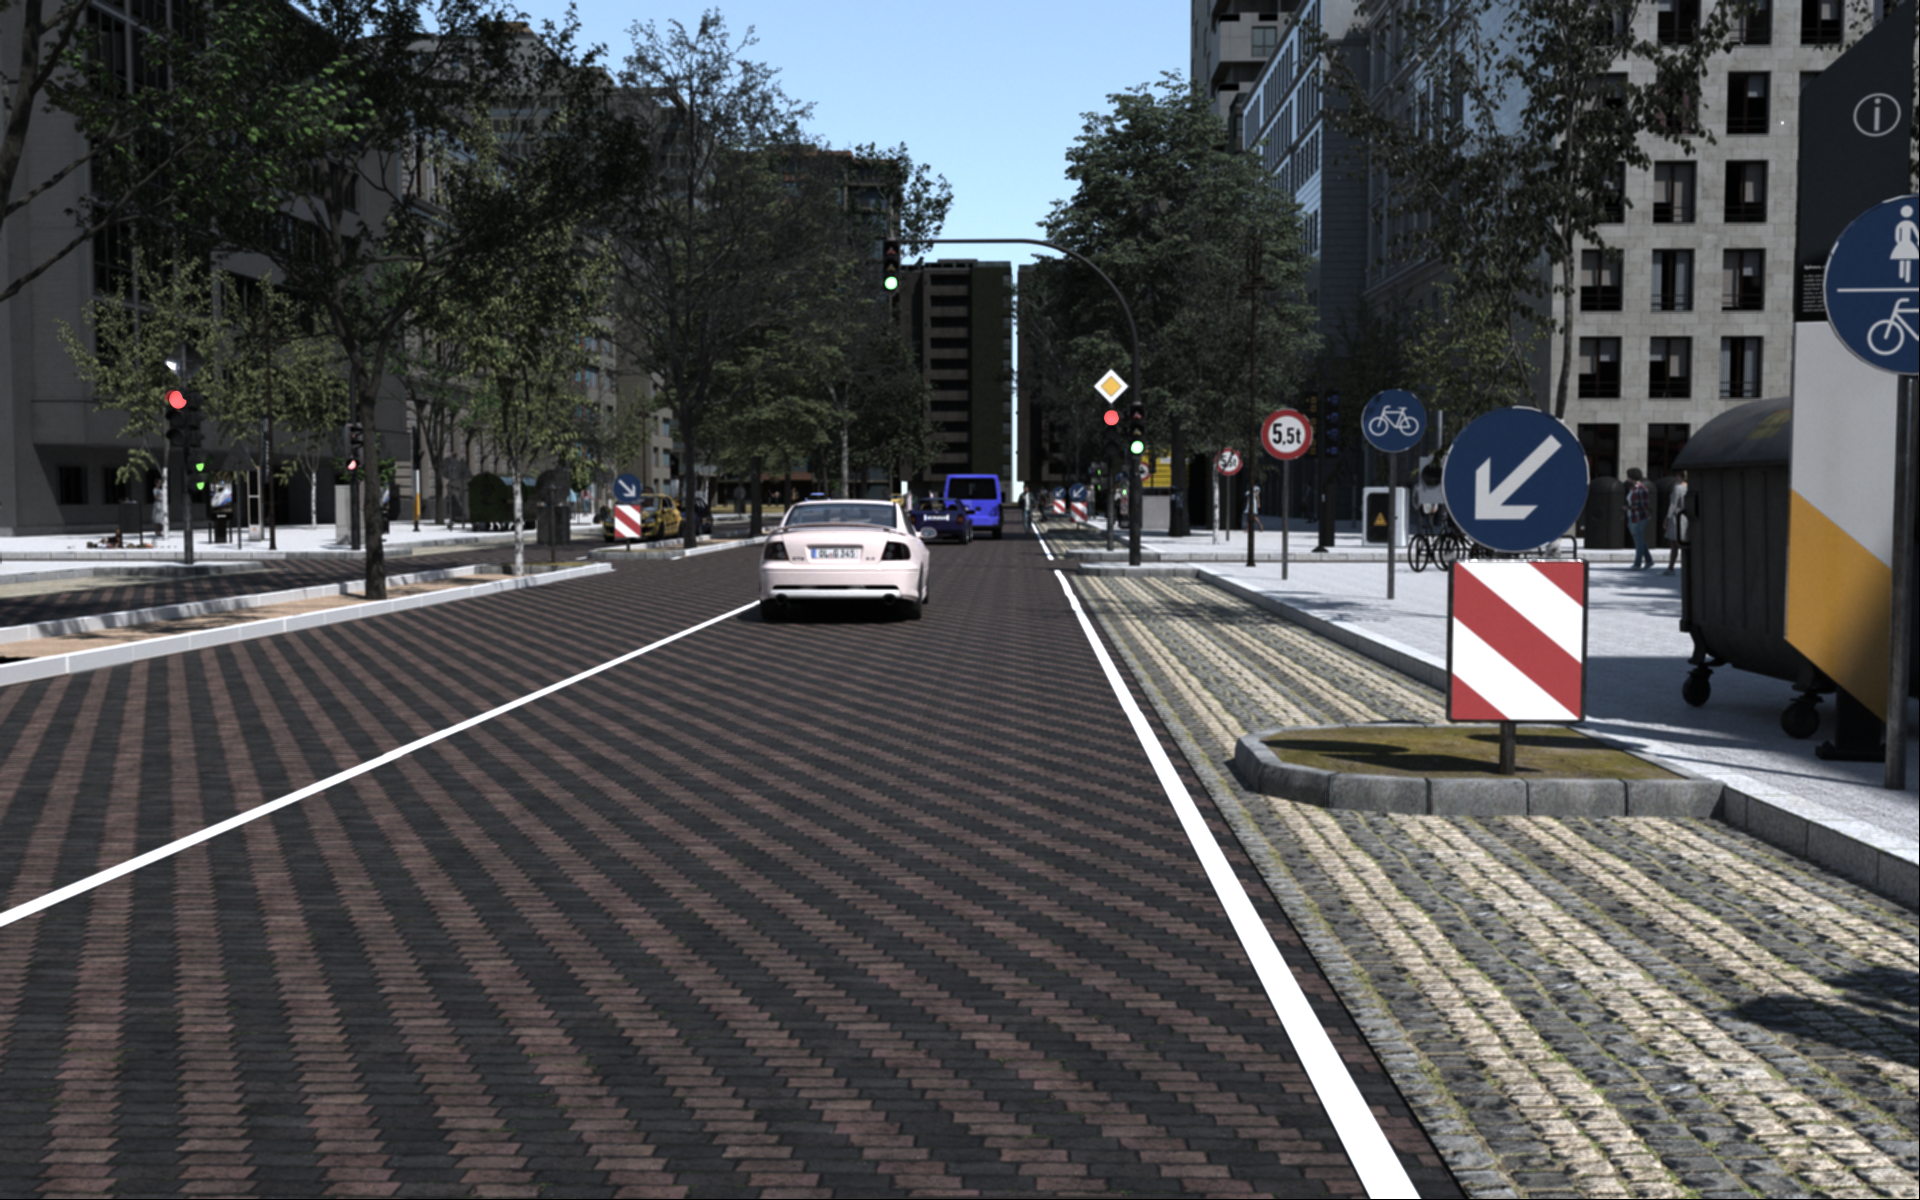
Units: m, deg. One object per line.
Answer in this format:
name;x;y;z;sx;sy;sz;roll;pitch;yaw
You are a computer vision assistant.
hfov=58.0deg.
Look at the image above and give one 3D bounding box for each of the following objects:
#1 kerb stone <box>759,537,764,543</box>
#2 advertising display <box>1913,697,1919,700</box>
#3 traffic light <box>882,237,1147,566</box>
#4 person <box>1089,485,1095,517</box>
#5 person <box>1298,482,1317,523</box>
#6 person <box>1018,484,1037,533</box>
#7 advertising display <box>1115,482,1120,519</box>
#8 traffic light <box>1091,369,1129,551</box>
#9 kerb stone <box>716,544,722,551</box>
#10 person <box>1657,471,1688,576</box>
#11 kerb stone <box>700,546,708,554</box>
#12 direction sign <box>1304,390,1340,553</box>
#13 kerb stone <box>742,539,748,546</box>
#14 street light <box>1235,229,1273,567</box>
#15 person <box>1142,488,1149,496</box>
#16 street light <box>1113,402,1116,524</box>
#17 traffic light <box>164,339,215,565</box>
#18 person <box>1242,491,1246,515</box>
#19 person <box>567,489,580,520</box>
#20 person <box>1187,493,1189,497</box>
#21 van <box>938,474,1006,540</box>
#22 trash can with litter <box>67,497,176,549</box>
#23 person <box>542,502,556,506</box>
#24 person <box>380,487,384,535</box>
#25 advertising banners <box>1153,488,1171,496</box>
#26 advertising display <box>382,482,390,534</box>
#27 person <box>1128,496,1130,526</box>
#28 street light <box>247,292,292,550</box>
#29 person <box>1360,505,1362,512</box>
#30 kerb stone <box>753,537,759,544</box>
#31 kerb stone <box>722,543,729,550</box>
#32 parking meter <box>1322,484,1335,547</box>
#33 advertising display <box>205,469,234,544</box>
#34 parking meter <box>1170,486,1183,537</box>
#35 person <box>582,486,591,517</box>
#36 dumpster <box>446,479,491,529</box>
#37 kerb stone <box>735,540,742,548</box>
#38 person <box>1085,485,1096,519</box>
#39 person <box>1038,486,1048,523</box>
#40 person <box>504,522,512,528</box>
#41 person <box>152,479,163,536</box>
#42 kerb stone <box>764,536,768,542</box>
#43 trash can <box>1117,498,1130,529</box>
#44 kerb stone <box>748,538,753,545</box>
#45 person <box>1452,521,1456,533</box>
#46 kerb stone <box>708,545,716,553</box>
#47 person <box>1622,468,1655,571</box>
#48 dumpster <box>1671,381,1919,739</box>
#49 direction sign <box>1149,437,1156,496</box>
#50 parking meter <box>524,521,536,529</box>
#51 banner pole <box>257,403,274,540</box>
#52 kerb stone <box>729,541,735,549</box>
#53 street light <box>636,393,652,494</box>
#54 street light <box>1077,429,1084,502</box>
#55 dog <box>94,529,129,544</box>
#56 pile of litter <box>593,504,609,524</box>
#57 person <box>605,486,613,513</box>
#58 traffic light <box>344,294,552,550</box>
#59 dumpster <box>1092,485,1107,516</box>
kerb stone;-5.935;-1.738;50.621;0.120;0.150;1.000;0;4;2
advertising display;6.069;-0.348;10.897;0.123;1.923;0.974;1;4;14
traffic light;1.013;-3.437;30.863;4.771;5.953;1.251;0;4;2
person;7.172;-5.445;95.250;0.537;1.800;0.526;-1;4;-9
person;15.492;-4.328;76.919;0.853;1.813;0.709;2;4;26
person;2.436;-3.319;63.115;0.623;1.781;0.721;-1;4;-23
advertising display;8.277;-5.176;89.840;0.974;1.923;0.123;-1;4;-23
traffic light;3.366;-3.058;38.917;0.839;4.253;0.868;0;4;2
kerb stone;-6.177;-1.297;43.457;0.120;0.150;1.000;0;4;2
person;11.329;-1.242;27.093;0.760;1.731;0.466;1;4;21
kerb stone;-6.234;-1.174;41.409;0.120;0.150;1.000;0;4;2
direction sign;7.938;-2.818;38.077;0.876;3.537;0.379;3;5;44
kerb stone;-6.035;-1.551;47.554;0.120;0.150;1.000;0;4;2
street light;5.151;-3.530;30.506;0.468;5.910;1.993;0;4;2
person;9.609;-5.151;90.435;0.473;1.802;0.592;0;4;5
street light;6.534;-6.153;73.396;0.468;5.910;1.993;0;4;2
traffic light;-14.047;-2.603;31.476;0.839;4.253;0.868;0;4;2
person;16.998;-6.004;104.796;0.593;1.750;0.643;-3;4;-36
person;-19.460;-4.973;87.218;0.638;1.841;0.748;-1;4;-9
person;11.719;-5.168;90.886;0.623;1.781;0.721;3;5;41
van;0.388;-3.150;55.891;2.240;2.365;5.245;0;4;0
trash can with litter;-20.007;-1.839;41.129;2.233;1.210;1.678;0;4;5
person;-15.974;-3.742;67.233;0.555;1.821;0.388;-3;5;-41
person;-18.335;-2.948;54.426;0.473;1.802;0.592;1;4;13
advertising banners;8.530;-4.657;72.324;2.074;3.025;0.090;3;4;38
advertising display;-18.480;-3.077;55.516;0.123;1.923;0.974;0;3;0
person;6.657;-3.691;66.734;0.374;1.781;0.599;-1;4;-15
street light;-15.850;-4.097;39.768;0.468;5.910;1.993;0;4;2
person;12.223;-2.546;51.942;0.475;1.303;0.640;-2;4;-23
kerb stone;-5.971;-1.668;49.600;0.120;0.150;1.000;0;4;2
kerb stone;-6.129;-1.363;44.478;0.120;0.150;1.000;0;4;2
parking meter;8.924;-2.061;42.112;0.372;1.533;0.369;0;3;0
advertising display;-19.227;-2.433;44.990;0.123;1.923;0.974;1;4;12
parking meter;6.436;-2.632;51.448;0.372;1.533;0.369;0;3;0
person;-21.297;-5.670;98.758;0.555;1.821;0.388;-1;4;-16
dumpster;-17.995;-3.530;63.471;1.264;1.857;1.865;0;4;2
kerb stone;-6.070;-1.488;46.533;0.120;0.150;1.000;0;4;2
person;6.676;-4.996;88.393;0.598;1.740;0.731;1;4;13
person;4.129;-4.779;86.547;0.656;1.842;0.836;2;4;34
person;-17.312;-3.648;65.950;0.793;1.790;0.793;2;4;27
person;-24.333;-2.823;52.771;0.524;1.755;0.480;0;4;-2
kerb stone;-5.909;-1.801;51.646;0.120;0.150;1.000;0;4;2
trash can;6.073;-3.151;63.169;0.748;1.137;0.748;0;3;0
kerb stone;-6.009;-1.611;48.578;0.120;0.150;1.000;0;4;2
person;16.168;-3.039;55.998;0.520;1.790;0.573;-3;5;-39
kerb stone;-6.199;-1.237;42.431;0.120;0.150;1.000;0;4;2
person;11.389;-1.355;29.032;0.643;1.720;0.563;0;4;3
dumpster;4.939;-0.241;9.706;1.264;1.857;1.865;0;4;2
direction sign;7.223;-4.472;65.113;0.379;3.537;0.876;1;4;22
parking meter;-15.682;-3.516;63.200;0.399;1.863;0.255;1;4;18
banner pole;-19.170;-3.535;47.810;0.863;3.779;0.401;3;4;39
kerb stone;-6.114;-1.419;45.507;0.120;0.150;1.000;0;4;2
street light;-14.467;-6.518;79.360;0.468;5.910;1.993;0;4;2
street light;7.875;-8.613;113.606;0.468;5.910;1.993;0;4;2
dog;-21.814;-1.639;44.528;0.748;0.427;0.550;1;4;9
pile of litter;-15.173;-3.733;75.005;1.719;0.858;1.176;-3;5;-43
person;-20.884;-5.892;102.929;0.362;1.759;0.519;-3;4;-36
traffic light;-11.693;-3.961;39.424;4.771;5.953;1.251;0;4;2
dumpster;8.395;-6.062;101.614;1.502;2.255;1.985;0;4;2
